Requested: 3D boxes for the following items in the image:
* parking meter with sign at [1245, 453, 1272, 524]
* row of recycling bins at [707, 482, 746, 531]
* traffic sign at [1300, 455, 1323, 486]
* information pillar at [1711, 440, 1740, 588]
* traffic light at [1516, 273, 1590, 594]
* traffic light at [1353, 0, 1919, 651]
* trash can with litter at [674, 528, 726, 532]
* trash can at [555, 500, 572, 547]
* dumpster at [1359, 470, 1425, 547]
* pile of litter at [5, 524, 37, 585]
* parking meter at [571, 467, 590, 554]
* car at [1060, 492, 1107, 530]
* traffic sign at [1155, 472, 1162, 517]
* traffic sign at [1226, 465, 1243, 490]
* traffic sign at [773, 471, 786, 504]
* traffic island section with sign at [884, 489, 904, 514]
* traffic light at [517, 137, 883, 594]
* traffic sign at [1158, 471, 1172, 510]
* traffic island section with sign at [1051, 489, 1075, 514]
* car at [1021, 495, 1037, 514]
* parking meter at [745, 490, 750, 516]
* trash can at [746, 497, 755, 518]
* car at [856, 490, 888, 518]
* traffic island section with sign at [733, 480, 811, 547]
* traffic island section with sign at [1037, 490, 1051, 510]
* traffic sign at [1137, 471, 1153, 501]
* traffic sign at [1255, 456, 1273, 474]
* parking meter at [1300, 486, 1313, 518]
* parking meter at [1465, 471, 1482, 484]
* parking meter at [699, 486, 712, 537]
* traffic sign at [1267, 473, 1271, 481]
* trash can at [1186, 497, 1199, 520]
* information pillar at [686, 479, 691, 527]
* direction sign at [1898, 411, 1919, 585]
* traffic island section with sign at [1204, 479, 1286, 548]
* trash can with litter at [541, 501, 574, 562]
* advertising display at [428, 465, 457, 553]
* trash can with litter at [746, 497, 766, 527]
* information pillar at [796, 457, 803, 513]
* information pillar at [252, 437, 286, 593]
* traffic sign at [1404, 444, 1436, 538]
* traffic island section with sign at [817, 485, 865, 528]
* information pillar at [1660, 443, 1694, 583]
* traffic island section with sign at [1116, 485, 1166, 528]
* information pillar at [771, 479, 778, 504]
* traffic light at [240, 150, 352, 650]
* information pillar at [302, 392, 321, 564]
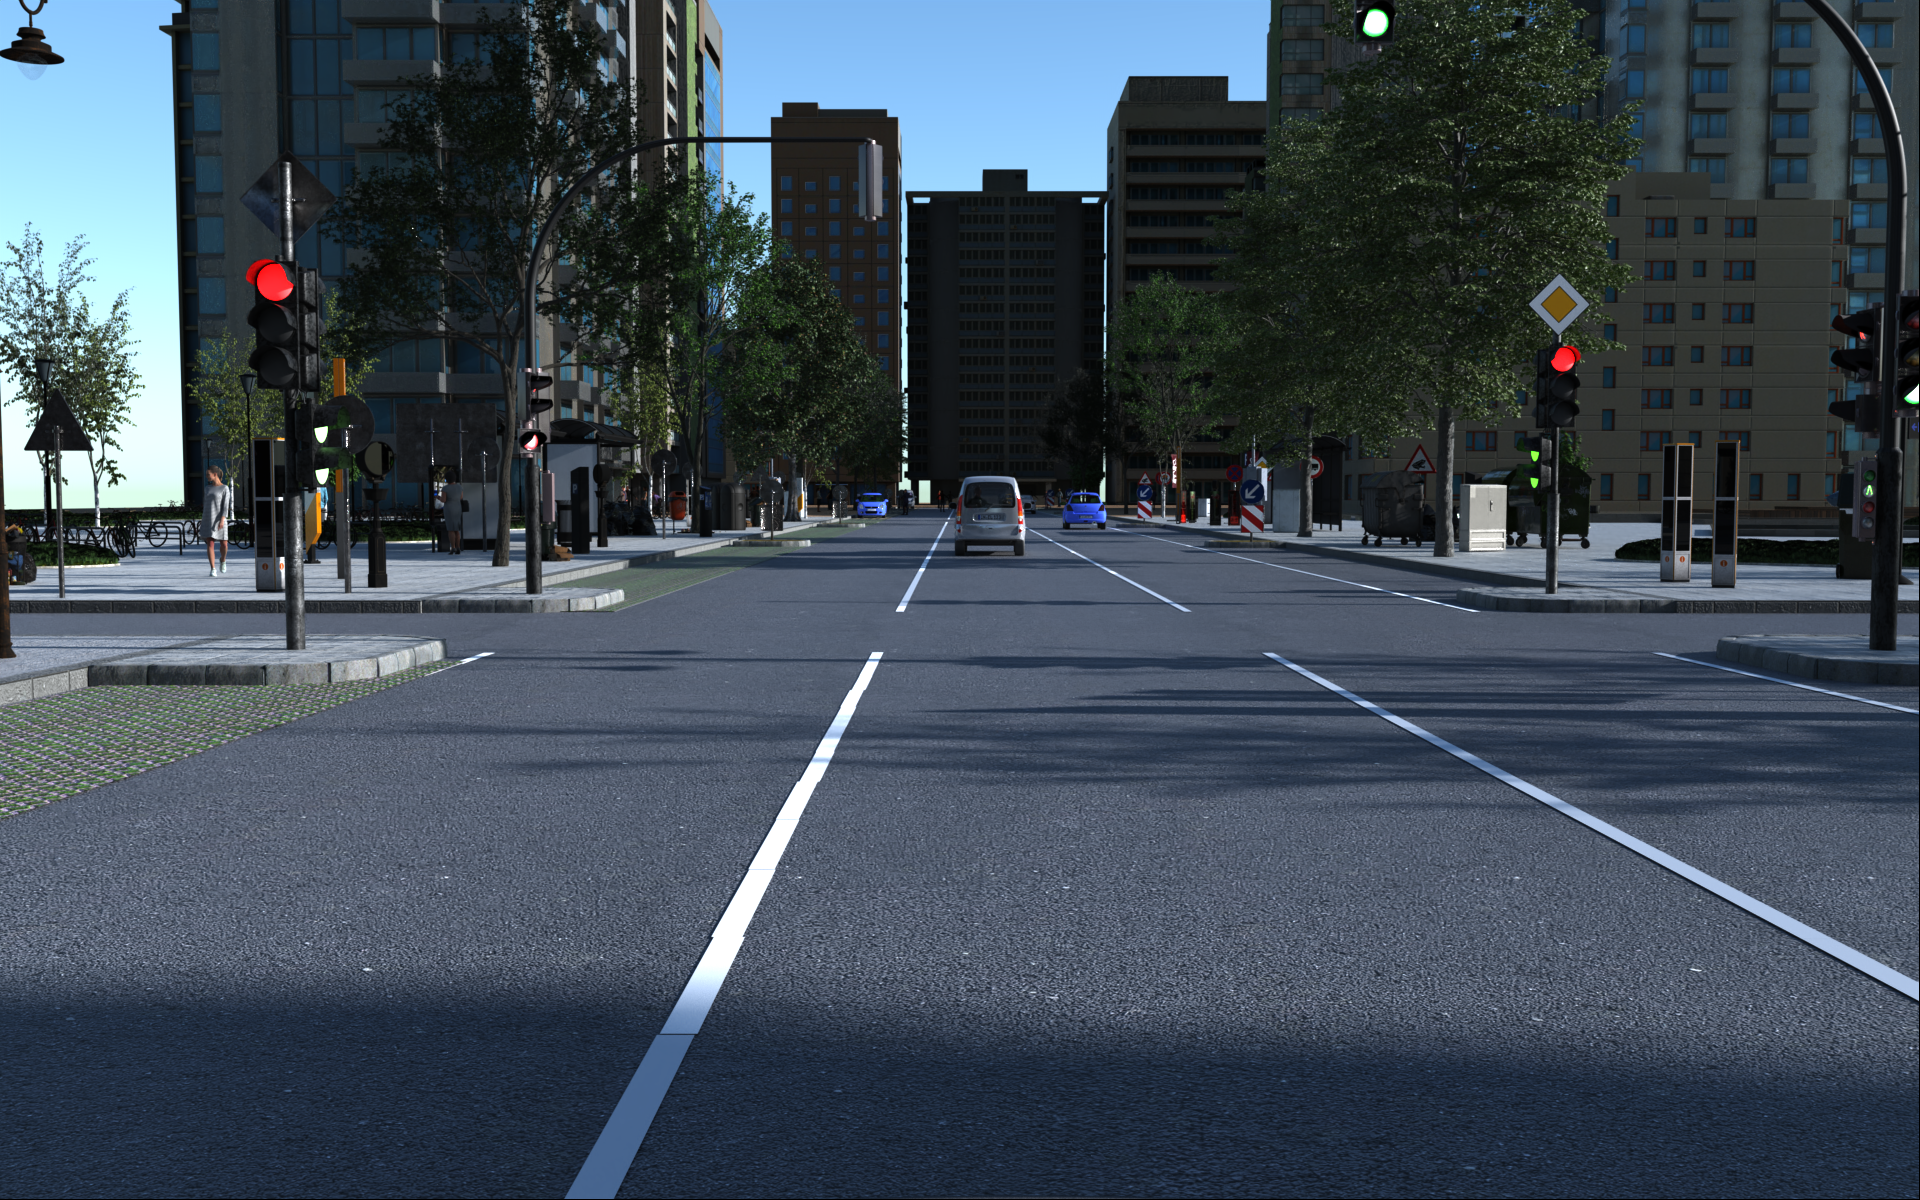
[{"bbox_3d":[13.035,-4.742,73.790,1.738,3.016,0.543,0,4,-5],"label":"parking meter with sign"},{"bbox_3d":[-8.535,-3.389,62.521,1.069,1.692,3.534,-1,4,-20],"label":"row of recycling bins"},{"bbox_3d":[11.516,-3.468,56.803,0.768,2.556,0.104,0,4,8],"label":"traffic sign"},{"bbox_3d":[10.485,-1.176,23.717,0.304,2.012,0.304,2,4,26],"label":"information pillar"},{"bbox_3d":[7.597,-2.035,22.185,0.839,4.253,0.868,0,3,0],"label":"traffic light"},{"bbox_3d":[5.497,-2.409,14.061,4.771,5.953,1.251,0,3,0],"label":"traffic light"},{"bbox_3d":[-8.906,-2.914,58.702,1.678,1.210,2.233,-1,4,-19],"label":"trash can with litter"},{"bbox_3d":[-9.443,-1.851,41.924,0.748,1.137,0.748,0,3,0],"label":"trash can"},{"bbox_3d":[10.668,-2.260,42.703,1.264,1.857,1.865,0,3,0],"label":"dumpster"},{"bbox_3d":[-13.753,-0.648,24.561,1.176,0.858,1.719,0,4,-1],"label":"pile of litter"},{"bbox_3d":[-8.164,-1.927,37.212,0.255,1.863,0.399,-3,5,-43],"label":"parking meter"},{"bbox_3d":[5.095,-3.771,71.246,1.945,1.707,3.694,0,4,1],"label":"car"},{"bbox_3d":[11.386,-5.970,97.712,0.768,2.556,0.104,1,4,10],"label":"traffic sign"},{"bbox_3d":[11.858,-4.570,74.823,0.768,2.556,0.104,1,4,9],"label":"traffic sign"},{"bbox_3d":[-9.983,-5.831,95.443,0.768,2.556,0.104,0,4,3],"label":"traffic sign"},{"bbox_3d":[-5.072,-7.063,124.109,1.989,1.847,2.006,0,3,0],"label":"traffic island section with sign"},{"bbox_3d":[-3.372,-2.908,22.216,4.771,5.953,1.251,0,3,0],"label":"traffic light"},{"bbox_3d":[11.517,-5.947,97.343,0.768,2.556,0.104,0,4,8],"label":"traffic sign"},{"bbox_3d":[7.743,-7.077,124.331,1.989,1.847,2.006,0,3,0],"label":"traffic island section with sign"},{"bbox_3d":[4.543,-6.923,125.547,2.083,1.381,4.827,0,4,1],"label":"car"},{"bbox_3d":[-11.959,-5.410,96.863,0.372,1.533,0.369,0,3,0],"label":"parking meter"},{"bbox_3d":[-11.132,-4.878,91.414,0.748,1.137,0.748,0,3,0],"label":"trash can"},{"bbox_3d":[-5.255,-5.742,103.475,1.945,1.707,3.694,0,4,-2],"label":"car"},{"bbox_3d":[-5.150,-2.388,47.665,1.989,1.847,2.006,0,3,0],"label":"traffic island section with sign"},{"bbox_3d":[7.777,-8.725,151.286,1.989,1.847,2.006,0,3,0],"label":"traffic island section with sign"},{"bbox_3d":[10.410,-5.959,97.431,0.884,2.594,0.081,0,4,1],"label":"traffic sign"},{"bbox_3d":[10.489,-3.691,60.077,0.795,2.593,0.064,0,4,2],"label":"traffic sign"},{"bbox_3d":[10.843,-2.801,54.209,0.372,1.533,0.369,0,3,0],"label":"parking meter"},{"bbox_3d":[13.102,-2.355,44.214,0.255,1.863,0.399,-2,4,-31],"label":"parking meter"},{"bbox_3d":[-7.620,-2.659,51.882,0.372,1.533,0.369,0,3,0],"label":"parking meter"},{"bbox_3d":[12.771,-4.264,69.725,0.884,2.594,0.081,0,4,7],"label":"traffic sign"},{"bbox_3d":[11.484,-4.529,85.706,0.748,1.137,0.748,0,3,0],"label":"trash can"},{"bbox_3d":[-10.590,-3.892,68.121,0.304,2.012,0.304,-1,4,-20],"label":"information pillar"},{"bbox_3d":[13.363,-1.991,24.550,0.876,3.537,0.379,-1,4,-21],"label":"direction sign"},{"bbox_3d":[7.675,-2.341,46.898,1.989,1.847,2.006,0,3,0],"label":"traffic island section with sign"},{"bbox_3d":[-7.851,-1.342,33.328,1.055,1.170,0.624,3,4,36],"label":"trash can with litter"},{"bbox_3d":[-11.427,-2.023,38.292,0.123,1.923,0.974,1,4,14],"label":"advertising display"},{"bbox_3d":[-7.991,-3.391,66.838,0.624,1.170,1.055,3,4,36],"label":"trash can with litter"},{"bbox_3d":[-8.176,-5.885,87.568,0.504,3.616,0.183,2,4,30],"label":"information pillar"},{"bbox_3d":[-9.017,-1.111,22.664,0.304,2.012,0.304,1,4,14],"label":"information pillar"},{"bbox_3d":[11.928,-2.753,45.010,0.884,2.594,0.081,0,4,3],"label":"traffic sign"},{"bbox_3d":[-5.111,-4.036,74.620,1.989,1.847,2.006,0,3,0],"label":"traffic island section with sign"},{"bbox_3d":[10.437,-1.268,25.220,0.304,2.012,0.304,-1,4,-16],"label":"information pillar"},{"bbox_3d":[7.700,-3.998,73.990,1.989,1.847,2.006,0,3,0],"label":"traffic island section with sign"},{"bbox_3d":[-9.323,-5.054,87.122,0.304,2.012,0.304,1,4,12],"label":"information pillar"},{"bbox_3d":[-5.472,-1.546,14.198,0.839,4.253,0.868,0,3,0],"label":"traffic light"},{"bbox_3d":[-11.917,-2.475,31.826,0.504,3.616,0.183,3,5,44],"label":"information pillar"}]
